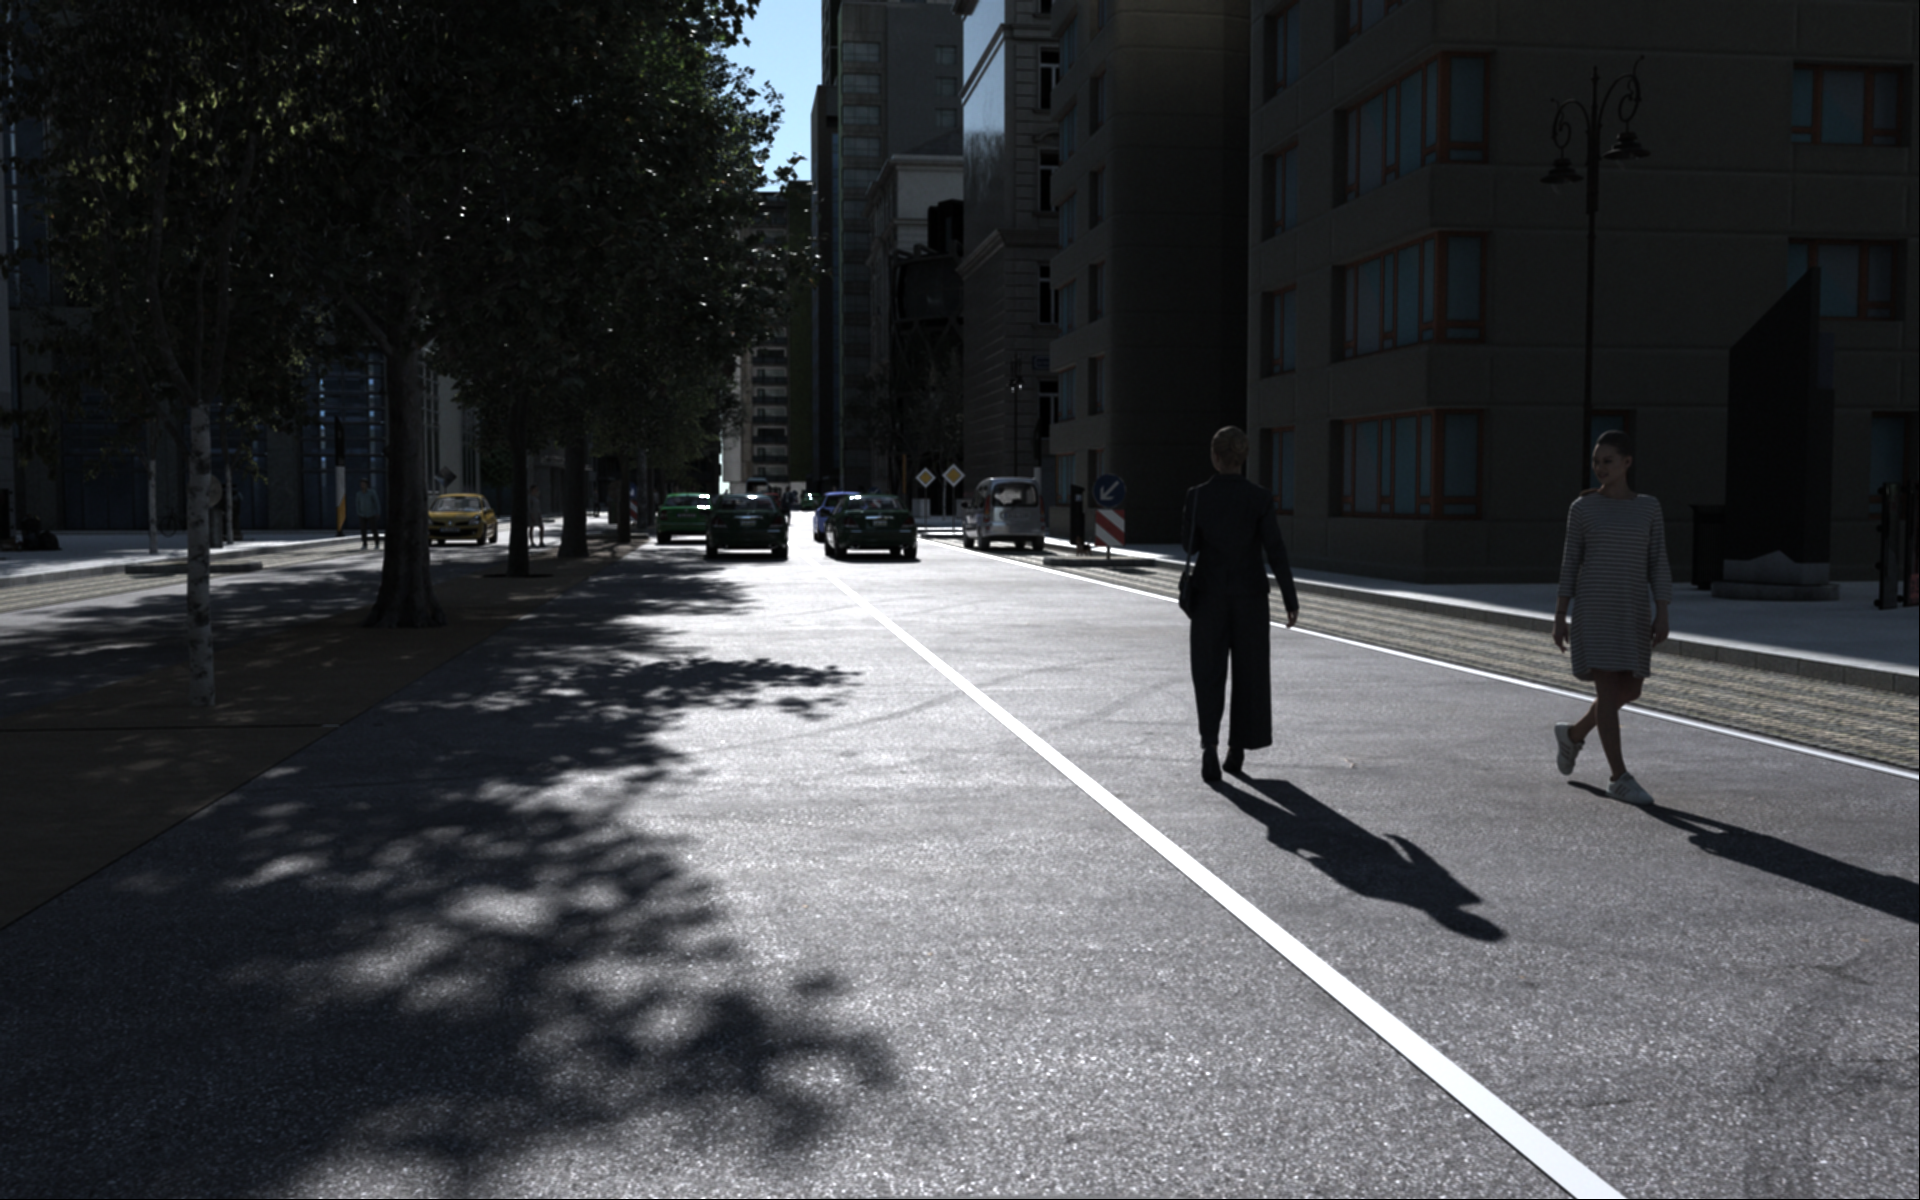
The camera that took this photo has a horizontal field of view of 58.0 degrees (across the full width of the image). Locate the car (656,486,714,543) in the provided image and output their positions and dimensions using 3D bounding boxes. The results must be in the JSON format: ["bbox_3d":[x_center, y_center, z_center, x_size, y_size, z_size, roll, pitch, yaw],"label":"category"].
[{"bbox_3d":[-8.154,-2.654,52.192,1.959,1.807,4.718,0,4,-7],"label":"car"}]

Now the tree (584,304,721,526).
[{"bbox_3d":[-13.986,-9.593,77.429,7.486,12.596,7.792,0,3,0],"label":"tree"}]

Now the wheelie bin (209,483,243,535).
[{"bbox_3d":[-20.825,-2.525,49.194,0.693,1.594,0.980,3,5,42],"label":"wheelie bin"}]

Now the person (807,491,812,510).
[{"bbox_3d":[-13.847,-9.088,158.026,0.436,1.711,0.756,-3,4,-38],"label":"person"}]

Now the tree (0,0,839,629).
[{"bbox_3d":[-6.015,-6.060,18.551,9.611,12.733,9.660,0,3,0],"label":"tree"}]

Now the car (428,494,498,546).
[{"bbox_3d":[-14.217,-2.387,49.247,2.015,1.641,3.980,-1,4,-8],"label":"car"}]

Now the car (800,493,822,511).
[{"bbox_3d":[-12.523,-8.413,146.345,1.959,1.807,4.718,0,4,-8],"label":"car"}]

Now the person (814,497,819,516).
[{"bbox_3d":[-9.383,-6.105,112.997,0.332,1.250,0.352,0,4,5],"label":"person"}]

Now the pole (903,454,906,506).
[{"bbox_3d":[-2.863,-5.816,88.941,0.158,3.312,0.155,0,3,0],"label":"pole"}]

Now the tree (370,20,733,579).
[{"bbox_3d":[-7.467,-6.184,29.314,9.928,11.665,9.643,0,3,0],"label":"tree"}]

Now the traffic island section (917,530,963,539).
[{"bbox_3d":[-0.189,-2.081,56.311,2.009,0.180,2.903,0,4,-8],"label":"traffic island section"}]

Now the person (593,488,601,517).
[{"bbox_3d":[-22.314,-5.975,106.375,0.473,1.802,0.592,2,4,25],"label":"person"}]

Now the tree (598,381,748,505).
[{"bbox_3d":[-14.606,-9.066,85.104,8.767,10.594,7.601,0,4,-8],"label":"tree"}]

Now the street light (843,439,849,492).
[{"bbox_3d":[-9.186,-10.136,138.515,0.468,5.910,1.993,0,4,-8],"label":"street light"}]

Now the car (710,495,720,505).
[{"bbox_3d":[-24.176,-9.723,171.336,2.083,1.381,4.827,0,4,-7],"label":"car"}]

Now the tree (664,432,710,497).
[{"bbox_3d":[-18.453,-9.841,113.712,4.737,8.622,4.395,0,3,0],"label":"tree"}]

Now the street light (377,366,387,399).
[{"bbox_3d":[-20.459,-5.456,61.986,0.468,5.910,1.993,0,4,-8],"label":"street light"}]

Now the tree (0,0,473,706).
[{"bbox_3d":[-5.159,-3.598,11.654,4.360,8.622,3.978,0,3,0],"label":"tree"}]

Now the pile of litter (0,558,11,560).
[{"bbox_3d":[-19.385,-1.198,33.558,1.719,0.858,1.176,-1,4,-21],"label":"pile of litter"}]

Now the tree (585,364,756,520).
[{"bbox_3d":[-16.280,-11.128,94.766,12.009,13.543,11.850,0,3,0],"label":"tree"}]

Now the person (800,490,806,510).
[{"bbox_3d":[-14.173,-9.068,156.758,0.705,1.824,1.348,2,4,23],"label":"person"}]

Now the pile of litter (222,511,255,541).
[{"bbox_3d":[-20.224,-2.053,47.538,1.719,0.858,1.176,-2,4,-29],"label":"pile of litter"}]

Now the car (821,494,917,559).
[{"bbox_3d":[-2.096,-1.722,39.953,2.131,1.459,4.920,-1,4,-9],"label":"car"}]

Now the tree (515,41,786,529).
[{"bbox_3d":[-13.590,-12.762,67.005,12.611,20.169,13.585,0,3,0],"label":"tree"}]

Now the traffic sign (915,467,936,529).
[{"bbox_3d":[-1.276,-3.700,64.145,0.795,2.450,0.064,0,4,-8],"label":"traffic sign"}]

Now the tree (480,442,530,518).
[{"bbox_3d":[-25.061,-6.733,93.799,4.285,4.588,4.351,0,3,0],"label":"tree"}]

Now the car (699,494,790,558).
[{"bbox_3d":[-4.971,-1.732,40.122,2.131,1.459,4.920,-1,4,-9],"label":"car"}]

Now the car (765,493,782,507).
[{"bbox_3d":[-14.256,-7.382,129.743,2.155,1.783,4.494,0,4,-8],"label":"car"}]

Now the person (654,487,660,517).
[{"bbox_3d":[-18.884,-6.031,106.960,0.661,1.843,0.795,-2,4,-27],"label":"person"}]

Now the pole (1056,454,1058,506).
[{"bbox_3d":[3.661,-4.307,64.255,0.158,3.312,0.155,0,3,0],"label":"pole"}]

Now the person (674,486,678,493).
[{"bbox_3d":[-10.778,-3.392,64.638,0.598,1.740,0.731,1,4,22],"label":"person"}]

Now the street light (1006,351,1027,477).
[{"bbox_3d":[1.806,-5.091,56.029,0.468,5.910,1.993,0,4,-8],"label":"street light"}]

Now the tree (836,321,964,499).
[{"bbox_3d":[-2.500,-9.769,94.134,8.767,10.594,7.601,-1,4,-9],"label":"tree"}]

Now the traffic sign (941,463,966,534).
[{"bbox_3d":[-0.212,-3.216,56.231,0.795,2.450,0.064,0,4,-8],"label":"traffic sign"}]

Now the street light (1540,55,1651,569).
[{"bbox_3d":[6.852,-2.818,18.860,0.468,5.910,1.993,0,4,-8],"label":"street light"}]

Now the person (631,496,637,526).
[{"bbox_3d":[-14.606,-4.251,78.102,0.616,1.811,0.778,-2,4,-32],"label":"person"}]

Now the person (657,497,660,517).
[{"bbox_3d":[-18.840,-5.829,108.476,0.373,1.253,0.362,0,4,-5],"label":"person"}]

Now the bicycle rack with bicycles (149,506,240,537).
[{"bbox_3d":[-22.873,-2.379,52.279,2.852,0.926,2.925,1,4,15],"label":"bicycle rack with bicycles"}]

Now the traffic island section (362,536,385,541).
[{"bbox_3d":[-17.328,-1.941,54.021,2.009,0.180,2.903,0,4,-8],"label":"traffic island section"}]

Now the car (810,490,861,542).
[{"bbox_3d":[-3.646,-2.693,53.622,1.945,1.707,3.694,0,4,-7],"label":"car"}]

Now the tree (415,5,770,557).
[{"bbox_3d":[-8.830,-7.952,39.123,9.857,13.997,8.962,0,3,0],"label":"tree"}]

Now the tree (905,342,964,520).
[{"bbox_3d":[-0.784,-8.220,84.754,4.360,8.622,3.978,0,3,0],"label":"tree"}]

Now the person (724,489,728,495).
[{"bbox_3d":[-19.321,-8.296,144.013,0.599,1.838,0.709,1,4,23],"label":"person"}]

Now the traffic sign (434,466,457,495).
[{"bbox_3d":[-18.369,-3.562,61.876,0.795,2.450,0.064,0,4,-8],"label":"traffic sign"}]

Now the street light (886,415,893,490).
[{"bbox_3d":[-4.175,-7.852,101.162,0.468,5.910,1.993,0,4,-8],"label":"street light"}]

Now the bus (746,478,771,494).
[{"bbox_3d":[-23.951,-12.866,205.223,2.948,3.499,13.247,0,4,-6],"label":"bus"}]

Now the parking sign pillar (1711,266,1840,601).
[{"bbox_3d":[10.062,-2.007,21.279,1.447,3.967,1.447,-1,4,-18],"label":"parking sign pillar"}]

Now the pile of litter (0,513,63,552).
[{"bbox_3d":[-21.161,-1.539,39.125,1.719,0.858,1.176,-3,5,-42],"label":"pile of litter"}]
